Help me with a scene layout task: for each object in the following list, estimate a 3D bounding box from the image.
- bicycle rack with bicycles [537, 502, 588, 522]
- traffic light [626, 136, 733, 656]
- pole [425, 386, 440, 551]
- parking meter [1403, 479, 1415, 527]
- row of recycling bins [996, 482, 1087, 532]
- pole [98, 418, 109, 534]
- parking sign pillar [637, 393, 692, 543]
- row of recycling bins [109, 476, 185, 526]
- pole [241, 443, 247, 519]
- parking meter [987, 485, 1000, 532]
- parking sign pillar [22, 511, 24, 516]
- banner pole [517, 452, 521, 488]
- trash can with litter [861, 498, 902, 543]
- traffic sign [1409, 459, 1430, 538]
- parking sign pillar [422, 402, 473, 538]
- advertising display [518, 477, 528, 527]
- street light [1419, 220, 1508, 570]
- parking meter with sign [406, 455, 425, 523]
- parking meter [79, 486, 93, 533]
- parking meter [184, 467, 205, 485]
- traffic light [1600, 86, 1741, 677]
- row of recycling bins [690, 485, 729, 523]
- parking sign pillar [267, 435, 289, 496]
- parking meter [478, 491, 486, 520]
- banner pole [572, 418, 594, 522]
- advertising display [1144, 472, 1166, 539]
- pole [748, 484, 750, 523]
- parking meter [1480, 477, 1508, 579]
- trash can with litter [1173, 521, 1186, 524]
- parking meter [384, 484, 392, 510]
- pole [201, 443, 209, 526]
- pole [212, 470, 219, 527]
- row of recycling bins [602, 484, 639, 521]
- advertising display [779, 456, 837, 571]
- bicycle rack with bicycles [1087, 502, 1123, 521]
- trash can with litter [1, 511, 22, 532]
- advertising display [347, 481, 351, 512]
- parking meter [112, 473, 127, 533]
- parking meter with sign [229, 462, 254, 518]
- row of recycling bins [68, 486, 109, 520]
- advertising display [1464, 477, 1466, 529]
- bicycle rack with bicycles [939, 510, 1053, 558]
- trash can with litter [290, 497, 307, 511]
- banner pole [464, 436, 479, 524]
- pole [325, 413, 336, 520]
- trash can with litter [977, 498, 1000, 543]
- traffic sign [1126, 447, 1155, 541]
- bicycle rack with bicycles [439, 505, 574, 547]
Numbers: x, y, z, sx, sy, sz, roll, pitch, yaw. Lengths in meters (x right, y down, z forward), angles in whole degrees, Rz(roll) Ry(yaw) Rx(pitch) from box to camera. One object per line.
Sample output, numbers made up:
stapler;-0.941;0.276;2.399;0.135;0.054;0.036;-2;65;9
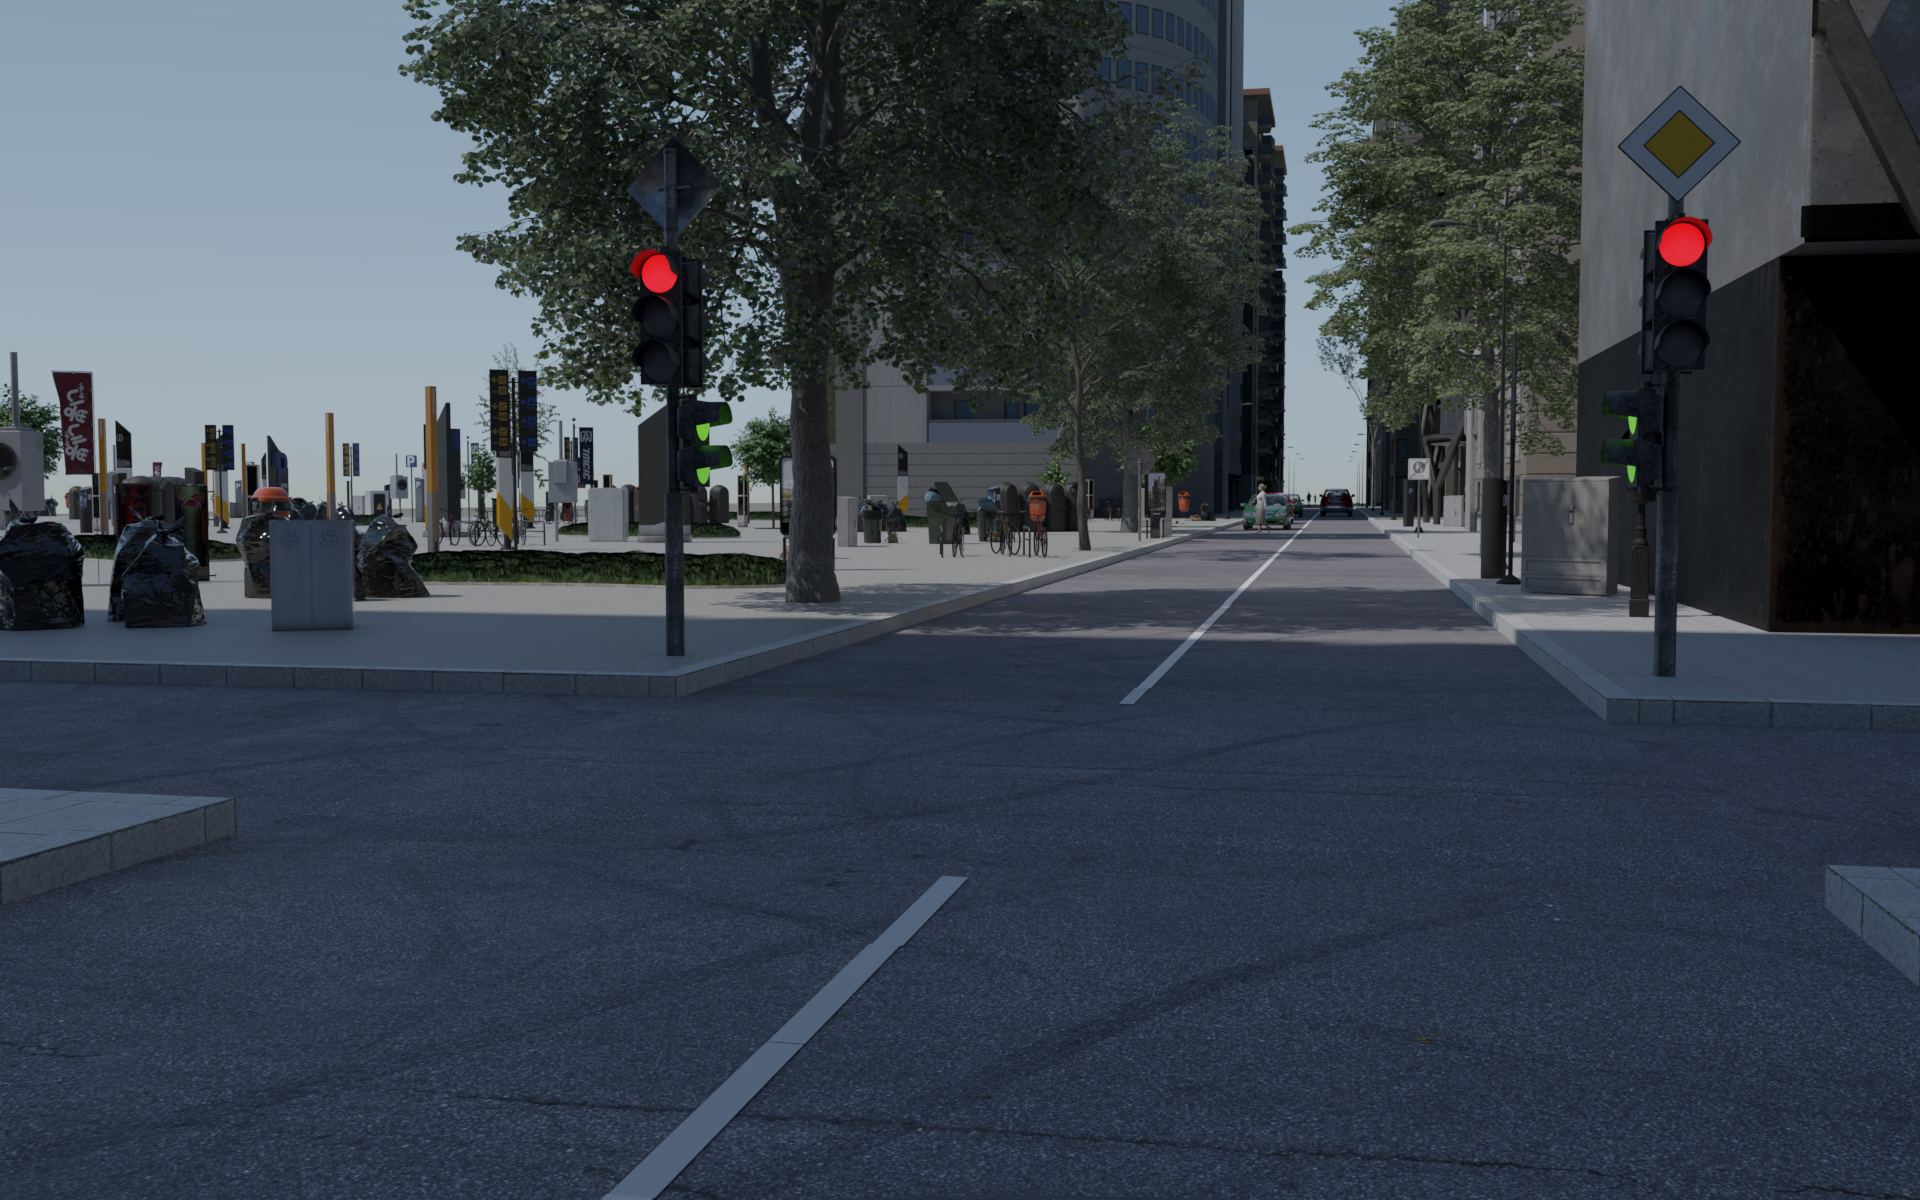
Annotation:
bicycle rack with bicycles;-17.259;-3.736;74.460;2.852;0.926;2.925;-3;4;-37
traffic light;-2.246;-1.512;13.650;0.839;4.253;0.868;1;4;12
pole;-9.988;-2.381;32.778;0.158;3.312;0.155;0;3;0
parking meter;17.598;-3.802;67.870;0.399;1.863;0.255;-1;4;-20
row of recycling bins;2.733;-3.160;58.771;3.534;1.692;1.069;-2;4;-27
pole;-23.128;-3.237;46.770;0.158;3.312;0.155;0;3;0
parking sign pillar;-7.849;-3.514;45.934;1.447;3.967;1.447;1;4;12
row of recycling bins;-18.420;-2.008;39.948;1.069;1.692;3.534;-1;4;-9
pole;-28.782;-4.635;69.620;0.158;3.312;0.155;0;3;0
parking meter;0.970;-2.517;49.559;0.372;1.533;0.369;0;3;0
parking sign pillar;-44.058;-5.646;80.781;1.447;3.967;1.447;3;4;38
banner pole;-23.027;-6.199;91.365;0.401;3.779;0.863;3;5;41
trash can with litter;-2.053;-2.072;45.265;1.055;1.170;0.624;-1;4;-9
traffic sign;13.300;-2.941;50.212;0.606;2.300;0.079;1;4;18
parking sign pillar;-15.309;-3.861;51.600;1.447;3.967;1.447;-3;4;-36
advertising display;-16.634;-3.742;66.395;0.123;1.923;0.974;-3;5;-41
street light;8.651;-3.478;29.413;1.470;5.913;1.316;1;4;12
parking meter with sign;-24.312;-5.031;78.519;0.543;3.016;1.738;1;4;21
parking meter;-28.795;-2.975;57.051;0.372;1.533;0.369;0;3;0
parking meter;-16.650;-1.958;37.732;0.399;1.863;0.255;2;4;28
traffic light;4.950;-1.418;12.104;0.839;4.253;0.868;1;4;12
row of recycling bins;-11.892;-4.212;75.986;3.534;1.692;1.069;-1;4;-16
parking sign pillar;-31.562;-5.610;80.194;1.447;3.967;1.447;0;4;2
parking meter;-24.047;-4.810;87.058;0.372;1.533;0.369;0;3;0
banner pole;-12.419;-4.088;56.862;0.863;3.779;0.401;-1;4;-17
advertising display;5.648;-2.744;50.084;0.123;1.923;0.974;3;5;40
pole;-9.286;-4.994;75.502;0.158;3.312;0.155;0;3;0
parking meter;8.104;-1.093;26.277;0.372;1.533;0.369;0;3;0
trash can with litter;8.692;-3.855;74.091;2.233;1.210;1.678;-1;4;-14
parking meter;-31.951;-5.566;96.711;0.399;1.863;0.255;-3;4;-36
pole;-29.987;-4.584;68.787;0.158;3.312;0.155;0;3;0
pole;-29.217;-4.532;67.947;0.158;3.312;0.155;0;3;0
row of recycling bins;-13.409;-3.943;71.579;3.534;1.692;1.069;2;4;29
advertising display;-2.548;-1.462;29.113;0.974;1.923;0.123;1;4;11
bicycle rack with bicycles;6.824;-4.242;82.745;2.852;0.926;2.925;0;4;3
trash can with litter;-30.942;-2.734;56.082;1.055;1.170;0.624;-2;4;-28
advertising display;-29.540;-4.806;83.786;0.123;1.923;0.974;-1;4;-13
parking meter;-23.147;-2.570;47.734;0.399;1.863;0.255;3;4;36
parking meter with sign;-38.414;-5.890;92.570;0.543;3.016;1.738;1;4;9
row of recycling bins;-43.047;-4.906;87.334;3.534;1.692;1.069;-1;4;-12
advertising display;19.024;-3.591;63.919;0.123;1.923;0.974;-2;4;-35
bicycle rack with bicycles;0.628;-1.378;35.916;2.852;0.926;2.925;0;4;0
trash can with litter;-22.985;-2.996;60.376;0.624;1.170;1.055;0;4;-3
banner pole;-20.934;-5.160;74.386;0.863;3.779;0.401;2;4;27
pole;-15.773;-3.032;43.417;0.158;3.312;0.155;0;3;0
trash can with litter;0.869;-2.131;46.223;0.624;1.170;1.055;-2;4;-25
traffic sign;4.881;-2.867;46.974;0.768;2.556;0.104;1;4;16
bicycle rack with bicycles;-11.590;-1.818;43.110;2.852;0.926;2.925;-2;4;-34
